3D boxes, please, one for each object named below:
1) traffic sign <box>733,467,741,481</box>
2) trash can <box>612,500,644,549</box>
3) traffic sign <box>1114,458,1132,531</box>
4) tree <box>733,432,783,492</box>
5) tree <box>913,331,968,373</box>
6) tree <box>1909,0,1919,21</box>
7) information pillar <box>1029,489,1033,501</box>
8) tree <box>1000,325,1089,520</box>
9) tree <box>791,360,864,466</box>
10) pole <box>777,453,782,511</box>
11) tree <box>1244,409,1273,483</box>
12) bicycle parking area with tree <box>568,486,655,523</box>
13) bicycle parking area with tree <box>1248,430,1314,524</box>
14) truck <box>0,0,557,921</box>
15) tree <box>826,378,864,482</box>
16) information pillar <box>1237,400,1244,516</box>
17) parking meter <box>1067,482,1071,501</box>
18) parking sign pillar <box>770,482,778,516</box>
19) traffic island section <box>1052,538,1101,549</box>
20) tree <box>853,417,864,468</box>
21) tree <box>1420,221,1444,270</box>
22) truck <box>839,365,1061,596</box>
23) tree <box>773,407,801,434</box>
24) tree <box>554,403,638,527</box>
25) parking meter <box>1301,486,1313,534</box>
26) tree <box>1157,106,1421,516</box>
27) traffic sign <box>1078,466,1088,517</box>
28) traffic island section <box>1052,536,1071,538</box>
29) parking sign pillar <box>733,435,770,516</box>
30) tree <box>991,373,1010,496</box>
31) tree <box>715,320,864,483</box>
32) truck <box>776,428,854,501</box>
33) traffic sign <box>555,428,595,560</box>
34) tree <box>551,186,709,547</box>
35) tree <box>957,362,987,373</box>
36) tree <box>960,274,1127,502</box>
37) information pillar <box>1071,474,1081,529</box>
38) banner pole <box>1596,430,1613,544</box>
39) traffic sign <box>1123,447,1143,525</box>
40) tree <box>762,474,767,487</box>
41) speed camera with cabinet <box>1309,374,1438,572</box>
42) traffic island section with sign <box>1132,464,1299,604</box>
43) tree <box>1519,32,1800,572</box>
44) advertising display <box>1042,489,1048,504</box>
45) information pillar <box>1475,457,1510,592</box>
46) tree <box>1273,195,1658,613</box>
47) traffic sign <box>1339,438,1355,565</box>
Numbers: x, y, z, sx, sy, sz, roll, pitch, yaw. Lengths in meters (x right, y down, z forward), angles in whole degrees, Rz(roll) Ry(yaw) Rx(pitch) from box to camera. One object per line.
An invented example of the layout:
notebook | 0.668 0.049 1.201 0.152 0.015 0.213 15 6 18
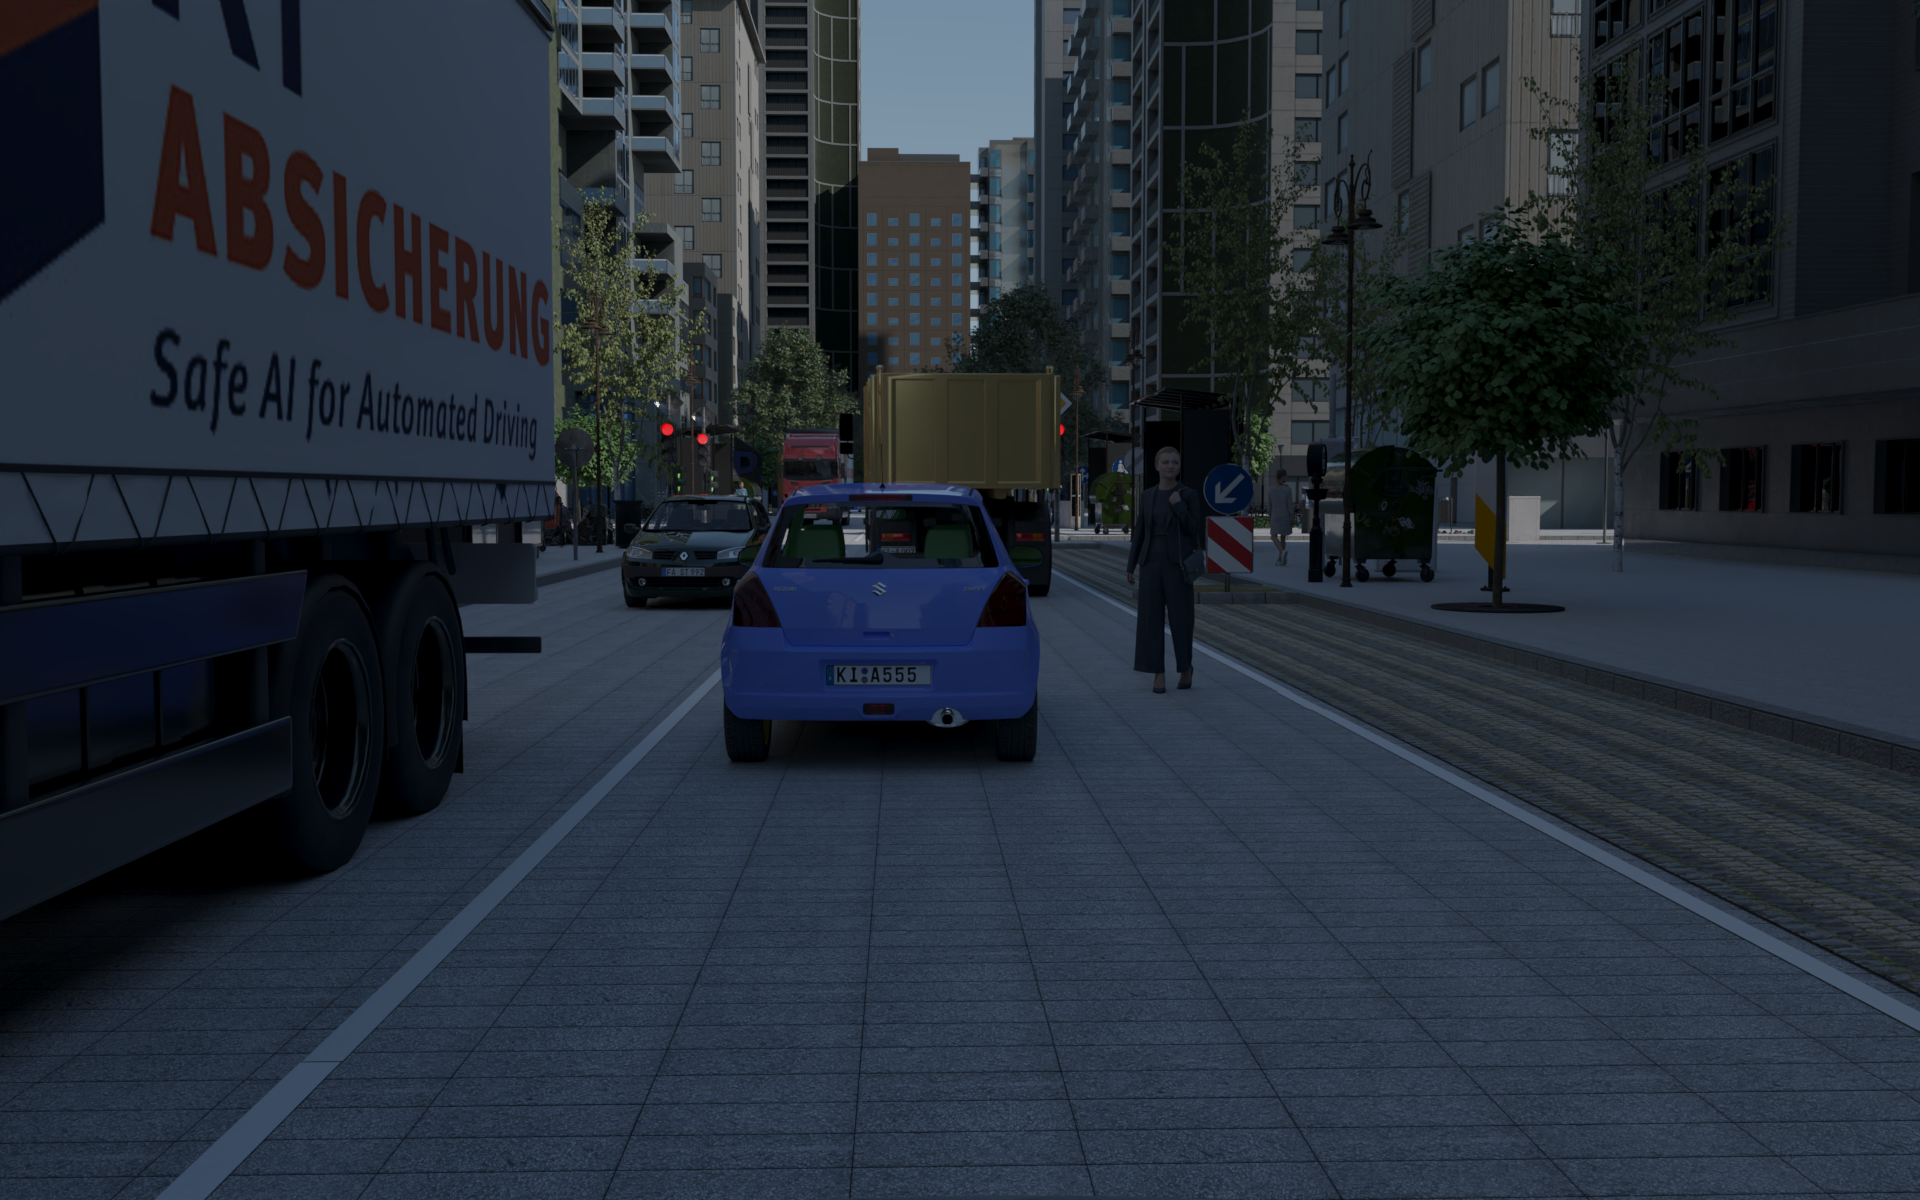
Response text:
traffic sign | -9.216 -4.243 69.376 0.884 2.594 0.081 0 4 1
trash can | -7.801 -1.779 40.743 0.748 1.137 0.748 0 3 0
traffic sign | 5.712 -3.706 60.696 0.768 2.556 0.104 0 4 3
tree | -10.690 -6.602 91.658 4.285 4.588 4.351 0 3 0
tree | -1.132 -21.267 203.604 12.611 20.169 13.585 0 3 0
tree | 6.309 -5.081 8.828 9.928 11.665 9.643 0 3 0
information pillar | 3.348 -5.531 81.788 0.183 3.616 0.504 2 4 25
tree | 3.717 -7.592 74.488 4.360 8.622 3.978 0 3 0
tree | -12.265 -14.978 155.258 12.009 13.543 11.850 0 3 0
pole | -9.068 -5.701 87.056 0.158 3.312 0.155 0 3 0
tree | 9.019 -4.557 58.223 4.285 4.588 4.351 0 3 0
bicycle parking area with tree | -16.865 -5.681 79.888 9.016 4.147 8.231 1 4 19
bicycle parking area with tree | 12.417 -5.413 75.512 9.016 4.147 8.231 3 5 44
truck | -3.478 -0.950 4.440 2.839 4.237 11.283 0 4 -1
tree | -12.476 -15.187 166.440 7.486 12.596 7.792 0 3 0
information pillar | 6.610 -3.084 41.774 0.504 3.616 0.183 0 4 7
parking meter | 5.331 -4.751 83.393 0.255 1.863 0.399 2 4 27
parking sign pillar | -10.872 -6.932 101.809 1.447 3.967 1.447 0 4 -8
traffic island section | 2.615 -1.470 46.311 2.009 0.180 2.903 0 4 -2
tree | -12.916 -15.447 178.305 9.928 11.665 9.643 0 3 0
tree | 10.055 -5.620 42.243 4.737 8.622 4.395 0 3 0
truck | -0.231 -1.954 27.868 3.469 3.379 9.791 0 4 -4
tree | -11.686 -10.614 123.895 4.737 8.622 4.395 0 3 0
tree | -13.729 -4.823 62.562 4.285 4.588 4.351 0 3 0
parking meter | 11.232 -2.910 55.984 0.372 1.533 0.369 0 3 0
tree | 5.841 -5.114 33.975 4.737 8.622 4.395 0 3 0
traffic sign | 5.654 -4.833 79.133 0.768 2.556 0.104 0 4 -1
traffic island section | 2.357 -1.958 54.292 2.009 0.180 2.903 0 4 -2
parking sign pillar | -9.662 -5.523 78.772 1.447 3.967 1.447 1 4 9
tree | 2.914 -10.883 112.349 8.767 10.594 7.601 2 4 29
tree | -11.373 -12.062 114.215 9.611 12.733 9.660 0 3 0
truck | -6.211 -5.341 76.243 2.839 4.237 11.283 0 4 0
traffic sign | -7.434 -2.038 33.422 0.768 2.556 0.104 0 4 0
tree | -8.212 -5.580 41.591 4.737 8.622 4.395 0 3 0
tree | 2.960 -11.974 121.530 9.928 11.665 9.643 0 3 0
tree | 3.538 -10.629 90.796 9.611 12.733 9.660 0 3 0
information pillar | 4.234 -3.604 63.425 0.304 2.012 0.304 1 4 18
banner pole | 16.722 -3.353 44.846 0.401 3.779 0.863 1 4 19
traffic sign | 4.823 -2.883 47.244 0.768 2.556 0.104 0 4 6
tree | -10.706 -5.611 86.349 1.663 3.219 1.824 0 3 0
speed camera with cabinet | 6.832 -2.099 28.656 2.038 3.252 0.660 0 4 6
traffic island section with sign | 3.371 -0.898 23.316 1.989 1.847 2.006 0 4 -2
tree | 10.869 -4.751 28.043 4.737 8.622 4.395 0 3 0
advertising display | 3.903 -4.530 79.277 0.123 1.923 0.974 1 4 12
information pillar | 7.014 -1.923 22.794 0.183 3.616 0.504 -2 4 -30
tree | 5.908 -2.170 19.196 4.285 4.588 4.351 0 3 0
traffic sign | 6.835 -1.770 31.065 0.606 2.300 0.079 0 4 0
